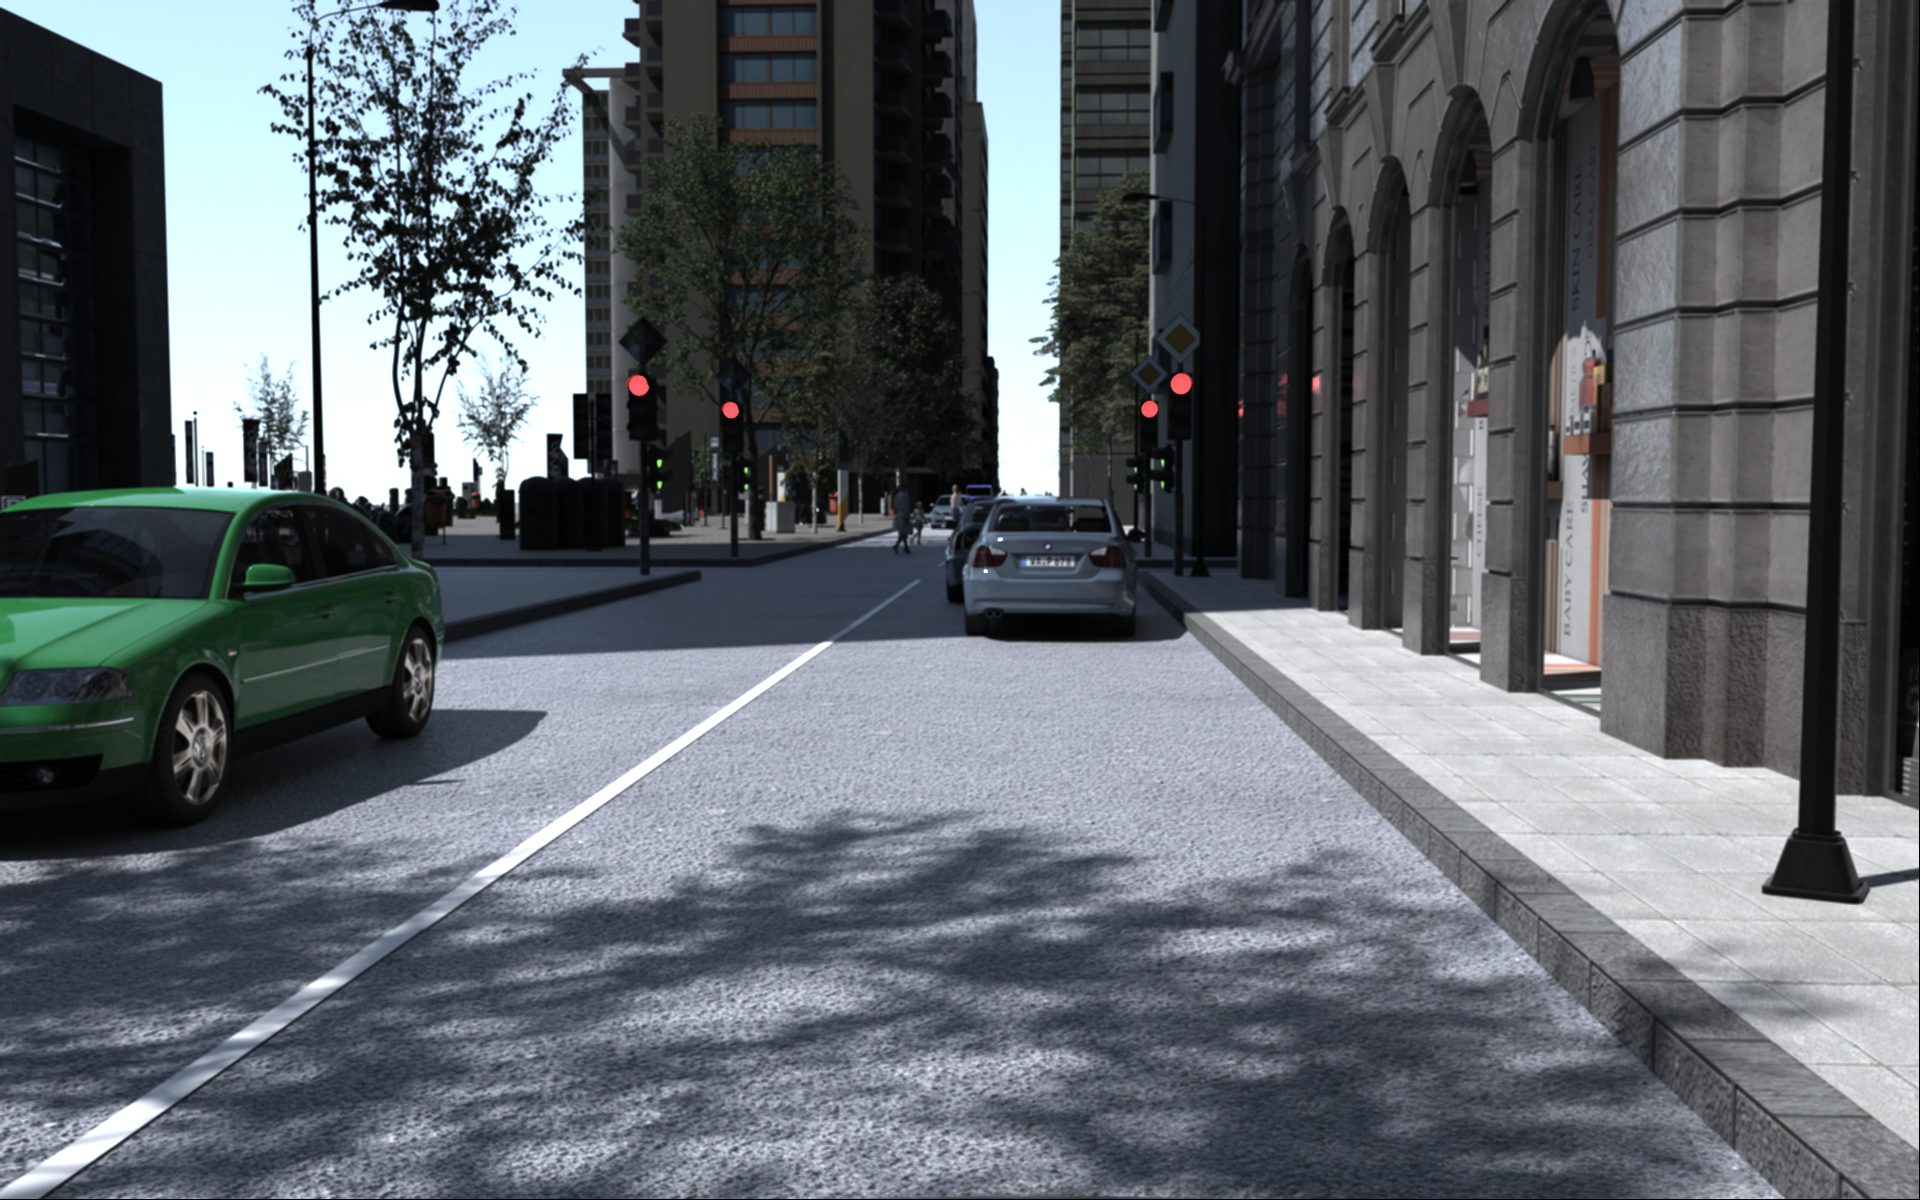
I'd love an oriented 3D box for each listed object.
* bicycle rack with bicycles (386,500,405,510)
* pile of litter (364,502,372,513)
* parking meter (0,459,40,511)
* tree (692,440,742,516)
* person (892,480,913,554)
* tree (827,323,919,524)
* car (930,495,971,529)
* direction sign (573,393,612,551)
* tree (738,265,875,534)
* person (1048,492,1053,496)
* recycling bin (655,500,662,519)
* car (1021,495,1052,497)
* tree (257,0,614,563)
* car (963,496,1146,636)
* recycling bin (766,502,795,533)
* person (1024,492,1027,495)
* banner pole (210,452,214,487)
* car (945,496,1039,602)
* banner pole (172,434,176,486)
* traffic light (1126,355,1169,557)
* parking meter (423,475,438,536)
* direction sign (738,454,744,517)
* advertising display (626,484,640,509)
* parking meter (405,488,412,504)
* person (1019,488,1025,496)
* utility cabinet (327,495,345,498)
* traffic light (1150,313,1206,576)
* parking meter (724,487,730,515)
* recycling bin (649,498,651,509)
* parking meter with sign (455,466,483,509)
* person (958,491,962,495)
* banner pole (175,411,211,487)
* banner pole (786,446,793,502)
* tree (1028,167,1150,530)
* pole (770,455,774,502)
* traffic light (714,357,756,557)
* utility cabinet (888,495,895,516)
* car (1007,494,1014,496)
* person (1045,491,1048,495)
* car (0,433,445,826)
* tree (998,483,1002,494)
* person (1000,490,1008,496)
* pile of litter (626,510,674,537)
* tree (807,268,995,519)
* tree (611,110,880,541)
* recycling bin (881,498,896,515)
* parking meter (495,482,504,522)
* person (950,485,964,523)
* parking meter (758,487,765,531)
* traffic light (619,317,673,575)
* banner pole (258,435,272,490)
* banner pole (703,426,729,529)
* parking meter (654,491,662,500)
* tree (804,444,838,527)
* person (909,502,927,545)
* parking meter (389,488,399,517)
[{"bbox_3d":[-32.052,-5.449,102.473,2.925,0.926,2.852,1,4,16],"label":"bicycle rack with bicycles"},{"bbox_3d":[-32.994,-5.009,95.855,1.176,0.858,1.719,-2,4,-25],"label":"pile of litter"},{"bbox_3d":[-6.902,-0.258,12.622,0.372,1.533,0.369,0,3,0],"label":"parking meter"},{"bbox_3d":[-14.163,-7.153,100.668,4.285,4.588,4.351,0,3,0],"label":"tree"},{"bbox_3d":[-1.406,-2.006,41.658,0.624,1.780,0.694,-1,4,-23],"label":"person"},{"bbox_3d":[-4.140,-7.595,74.545,4.360,8.622,3.978,0,3,0],"label":"tree"},{"bbox_3d":[-0.242,-3.704,72.558,2.014,1.417,4.499,0,4,3],"label":"car"},{"bbox_3d":[-8.261,-2.873,38.976,0.876,3.537,0.379,0,4,5],"label":"direction sign"},{"bbox_3d":[-4.872,-6.409,55.143,4.737,8.622,4.395,0,3,0],"label":"tree"},{"bbox_3d":[12.090,-13.613,231.601,0.617,1.759,0.750,1,4,16],"label":"person"},{"bbox_3d":[-12.950,-3.873,75.870,0.722,1.027,0.722,0,4,-1],"label":"recycling bin"},{"bbox_3d":[2.020,-2.059,45.666,2.014,1.417,4.499,0,4,3],"label":"car"},{"bbox_3d":[-6.727,-4.381,21.997,4.360,8.622,3.978,0,3,0],"label":"tree"},{"bbox_3d":[1.019,-0.415,18.794,2.014,1.417,4.499,0,4,5],"label":"car"},{"bbox_3d":[-5.882,-2.707,56.807,0.722,1.027,0.722,-2,4,-35],"label":"recycling bin"},{"bbox_3d":[8.371,-12.767,217.963,0.721,1.743,1.217,2,4,24],"label":"person"},{"bbox_3d":[-39.141,-6.121,90.089,0.401,3.779,0.863,2,4,31],"label":"banner pole"},{"bbox_3d":[0.765,-0.748,24.236,2.014,1.417,4.499,0,4,3],"label":"car"},{"bbox_3d":[-28.925,-4.494,63.488,0.401,3.779,0.863,0,4,3],"label":"banner pole"},{"bbox_3d":[3.792,-2.820,35.031,0.839,4.253,0.868,0,4,3],"label":"traffic light"},{"bbox_3d":[-16.374,-2.929,53.608,0.255,1.863,0.399,2,4,25],"label":"parking meter"},{"bbox_3d":[-12.286,-6.426,97.070,0.379,3.537,0.876,-2,4,-23],"label":"direction sign"},{"bbox_3d":[-20.769,-6.419,110.158,0.974,1.923,0.123,2,4,24],"label":"advertising display"},{"bbox_3d":[-23.619,-4.031,74.316,0.372,1.533,0.369,0,3,0],"label":"parking meter"},{"bbox_3d":[3.671,-5.778,103.236,0.850,1.792,0.678,1,4,10],"label":"person"},{"bbox_3d":[-36.311,-5.476,100.695,1.020,1.237,0.306,-1,4,-21],"label":"utility cabinet"},{"bbox_3d":[3.406,-2.332,27.055,0.839,4.253,0.868,0,4,3],"label":"traffic light"},{"bbox_3d":[-14.104,-6.041,104.479,0.399,1.863,0.255,2,4,29],"label":"parking meter"},{"bbox_3d":[-18.891,-5.559,103.451,0.722,1.027,0.722,0,4,-1],"label":"recycling bin"},{"bbox_3d":[-31.147,-6.938,109.698,1.738,3.016,0.543,1,4,12],"label":"parking meter with sign"},{"bbox_3d":[-0.017,-6.043,109.105,0.330,1.601,0.589,0,4,7],"label":"person"},{"bbox_3d":[-23.019,-3.789,51.967,0.401,3.779,0.863,0,4,4],"label":"banner pole"},{"bbox_3d":[-8.858,-6.044,88.830,0.863,3.779,0.401,1,4,14],"label":"banner pole"},{"bbox_3d":[6.124,-8.739,61.005,7.486,12.596,7.792,0,3,0],"label":"tree"},{"bbox_3d":[-9.936,-5.970,91.447,0.158,3.312,0.155,0,3,0],"label":"pole"},{"bbox_3d":[-4.610,-2.844,35.420,0.839,4.253,0.868,0,4,3],"label":"traffic light"},{"bbox_3d":[-4.070,-5.561,102.076,0.306,1.237,1.020,1,4,10],"label":"utility cabinet"},{"bbox_3d":[5.003,-10.394,180.167,2.015,1.641,3.980,0,4,3],"label":"car"},{"bbox_3d":[12.615,-14.985,253.139,1.348,1.869,0.705,-3,4,-36],"label":"person"},{"bbox_3d":[-4.122,-0.006,8.895,1.959,1.807,4.718,0,4,2],"label":"car"},{"bbox_3d":[5.731,-16.797,269.232,1.663,3.219,1.824,0,3,0],"label":"tree"},{"bbox_3d":[4.079,-9.181,158.595,1.348,1.826,0.705,1,4,20],"label":"person"},{"bbox_3d":[-9.491,-2.334,52.123,1.719,0.858,1.176,0,4,-3],"label":"pile of litter"},{"bbox_3d":[-2.995,-10.462,88.067,9.611,12.733,9.660,0,3,0],"label":"tree"},{"bbox_3d":[-5.834,-7.462,47.766,9.928,11.665,9.643,0,3,0],"label":"tree"},{"bbox_3d":[-4.506,-5.885,108.779,0.722,1.027,0.722,2,4,26],"label":"recycling bin"},{"bbox_3d":[-21.340,-4.564,80.335,0.399,1.863,0.255,-1,4,-15],"label":"parking meter"},{"bbox_3d":[0.012,-3.013,58.437,0.598,1.740,0.731,1,4,18],"label":"person"},{"bbox_3d":[-7.010,-3.181,60.414,0.372,1.533,0.369,0,3,0],"label":"parking meter"},{"bbox_3d":[-4.996,-2.356,27.445,0.839,4.253,0.868,0,4,3],"label":"traffic light"},{"bbox_3d":[-29.361,-5.096,73.333,0.401,3.779,0.863,2,4,30],"label":"banner pole"},{"bbox_3d":[-8.900,-4.510,63.754,0.863,3.779,0.401,2,4,35],"label":"banner pole"},{"bbox_3d":[-15.352,-5.051,88.290,0.399,1.863,0.255,1,4,11],"label":"parking meter"},{"bbox_3d":[-5.227,-4.429,67.021,1.663,3.219,1.824,0,3,0],"label":"tree"},{"bbox_3d":[-1.165,-2.160,48.824,0.505,1.210,0.382,-3,5,-44],"label":"person"},{"bbox_3d":[-23.447,-3.876,71.775,0.372,1.533,0.369,0,3,0],"label":"parking meter"}]
